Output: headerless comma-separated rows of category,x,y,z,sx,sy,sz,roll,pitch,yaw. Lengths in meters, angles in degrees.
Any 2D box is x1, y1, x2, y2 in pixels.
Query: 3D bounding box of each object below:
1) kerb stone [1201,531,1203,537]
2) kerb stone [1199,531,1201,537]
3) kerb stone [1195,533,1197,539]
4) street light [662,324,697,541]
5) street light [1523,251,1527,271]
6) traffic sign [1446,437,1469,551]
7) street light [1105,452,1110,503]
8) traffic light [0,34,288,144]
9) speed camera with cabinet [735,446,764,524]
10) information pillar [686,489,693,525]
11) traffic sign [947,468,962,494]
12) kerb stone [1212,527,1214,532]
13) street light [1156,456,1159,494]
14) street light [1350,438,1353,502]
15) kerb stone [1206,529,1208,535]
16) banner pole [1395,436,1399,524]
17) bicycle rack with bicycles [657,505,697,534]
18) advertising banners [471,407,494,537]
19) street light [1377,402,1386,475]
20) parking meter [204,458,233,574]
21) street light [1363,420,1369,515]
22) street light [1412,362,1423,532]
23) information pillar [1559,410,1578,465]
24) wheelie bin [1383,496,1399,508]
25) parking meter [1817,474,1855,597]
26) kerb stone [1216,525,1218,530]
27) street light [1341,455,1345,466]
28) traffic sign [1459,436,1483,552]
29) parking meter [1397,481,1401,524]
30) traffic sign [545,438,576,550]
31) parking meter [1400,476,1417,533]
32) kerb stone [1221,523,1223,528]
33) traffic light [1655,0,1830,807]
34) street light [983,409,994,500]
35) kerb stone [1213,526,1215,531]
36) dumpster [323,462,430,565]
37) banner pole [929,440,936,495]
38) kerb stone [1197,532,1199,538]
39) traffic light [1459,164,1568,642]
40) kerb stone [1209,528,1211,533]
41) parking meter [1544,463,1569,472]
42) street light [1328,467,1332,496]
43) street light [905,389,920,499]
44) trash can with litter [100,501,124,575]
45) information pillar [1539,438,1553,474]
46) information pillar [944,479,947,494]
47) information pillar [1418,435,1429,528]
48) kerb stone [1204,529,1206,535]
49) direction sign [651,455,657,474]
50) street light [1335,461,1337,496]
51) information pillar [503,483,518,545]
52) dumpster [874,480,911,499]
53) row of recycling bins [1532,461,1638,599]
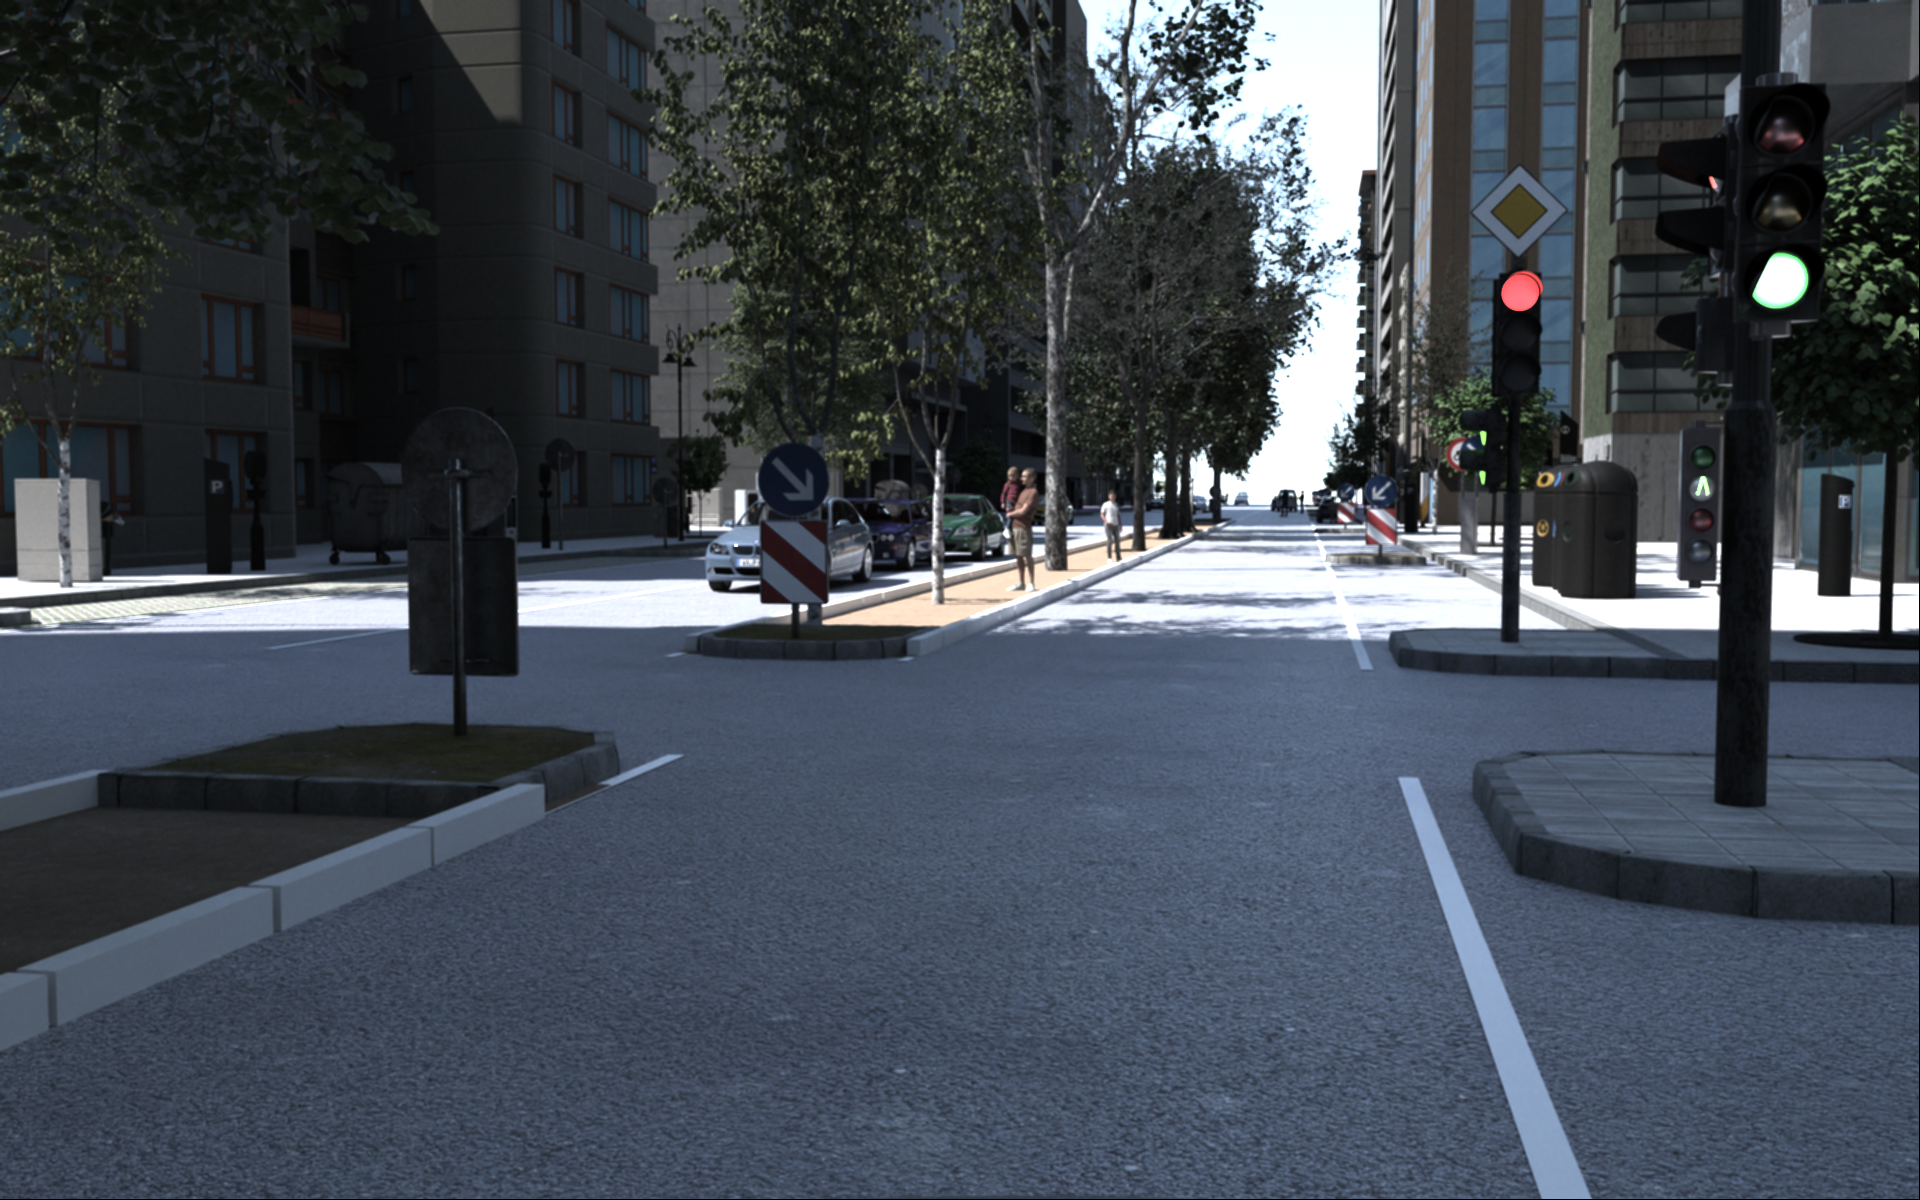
kerb stone,7.807,-2.126,56.973,0.120,0.150,1.000,1,4,11
kerb stone,7.620,-2.066,55.968,0.120,0.150,1.000,1,4,11
kerb stone,7.218,-1.943,53.956,0.120,0.150,1.000,1,4,11
street light,-7.611,-4.547,47.136,0.468,5.910,1.993,1,4,11
street light,10.011,-3.567,31.111,0.468,5.910,1.993,1,4,11
traffic sign,11.239,-2.360,38.699,0.768,2.556,0.104,1,4,20
street light,12.676,-10.852,150.224,0.468,5.910,1.993,1,4,11
traffic light,-9.178,-2.631,17.690,4.771,5.953,1.251,1,4,11
speed camera with cabinet,-8.261,-4.635,70.124,0.660,3.252,2.038,2,4,31
information pillar,-11.132,-4.114,71.753,0.304,2.012,0.304,1,4,22
traffic sign,-0.297,-5.225,85.540,0.768,2.556,0.104,1,4,12
kerb stone,9.201,-2.554,64.022,0.120,0.150,1.000,1,4,11
street light,23.283,-14.157,204.250,0.468,5.910,1.993,1,4,11
street light,30.465,-9.908,134.781,0.468,5.910,1.993,1,4,11
kerb stone,8.406,-2.312,59.990,0.120,0.150,1.000,1,4,11
banner pole,18.850,-5.177,74.655,0.401,3.779,0.863,1,4,21
bicycle rack with bicycles,-9.879,-2.641,56.568,2.852,0.926,2.925,0,4,-6
advertising banners,-9.855,-2.420,35.760,0.090,3.025,2.074,-2,4,-27
street light,21.205,-6.996,87.175,0.468,5.910,1.993,1,4,11
parking meter,-11.922,-1.356,27.886,0.399,1.863,0.255,-1,4,-17
street light,24.920,-8.170,106.362,0.468,5.910,1.993,1,4,11
street light,15.624,-5.281,59.140,0.468,5.910,1.993,1,4,11
information pillar,16.833,-3.463,47.976,0.504,3.616,0.183,2,4,27
wheelie bin,19.624,-4.384,79.591,0.980,1.594,0.693,0,4,4
parking meter,10.993,-0.815,21.739,0.372,1.533,0.369,0,3,0
kerb stone,9.797,-2.737,67.045,0.120,0.150,1.000,1,4,11
street light,36.078,-11.635,163.025,0.468,5.910,1.993,1,4,11
traffic sign,11.384,-2.327,38.159,0.768,2.556,0.104,1,4,20
parking meter,18.762,-4.138,73.370,0.255,1.863,0.399,2,4,24
traffic sign,-9.117,-2.408,39.485,0.768,2.556,0.104,1,4,14
parking meter,14.989,-3.177,57.662,0.399,1.863,0.255,2,4,26
kerb stone,10.586,-2.985,71.058,0.120,0.150,1.000,1,4,11
traffic light,1.148,-2.000,7.363,4.771,5.953,1.251,1,4,11
street light,1.557,-7.403,93.819,0.468,5.910,1.993,1,4,11
kerb stone,9.392,-2.614,65.026,0.120,0.150,1.000,1,4,11
dumpster,-10.719,-1.600,31.922,1.264,1.857,1.865,1,4,11
banner pole,-1.198,-5.507,80.061,0.863,3.779,0.401,3,5,42
kerb stone,7.417,-2.004,54.960,0.120,0.150,1.000,1,4,11
traffic light,4.760,-1.591,14.935,0.839,4.253,0.868,1,4,11
kerb stone,8.800,-2.435,62.012,0.120,0.150,1.000,1,4,11
parking meter,11.178,-1.637,32.474,0.399,1.863,0.255,3,4,38
street light,46.347,-14.871,215.934,0.468,5.910,1.993,1,4,11
street light,-2.122,-6.263,75.189,0.468,5.910,1.993,1,4,11
trash can with litter,-13.551,-0.949,26.896,0.624,1.170,1.055,1,4,8
information pillar,22.140,-4.536,65.526,0.504,3.616,0.183,0,4,-6
information pillar,-0.823,-4.732,81.865,0.304,2.012,0.304,-3,4,-37
information pillar,17.759,-4.578,66.212,0.183,3.616,0.504,3,5,44
kerb stone,8.206,-2.250,58.978,0.120,0.150,1.000,1,4,11
direction sign,-12.286,-4.630,67.694,0.876,3.537,0.379,0,4,-6
street light,40.902,-13.155,187.872,0.468,5.910,1.993,1,4,11
information pillar,-11.101,-2.339,42.734,0.304,2.012,0.304,-1,4,-23
dumpster,-2.833,-4.064,72.199,1.264,1.857,1.865,1,4,11
row of recycling bins,8.213,-0.956,22.751,1.069,1.692,3.534,1,4,11
